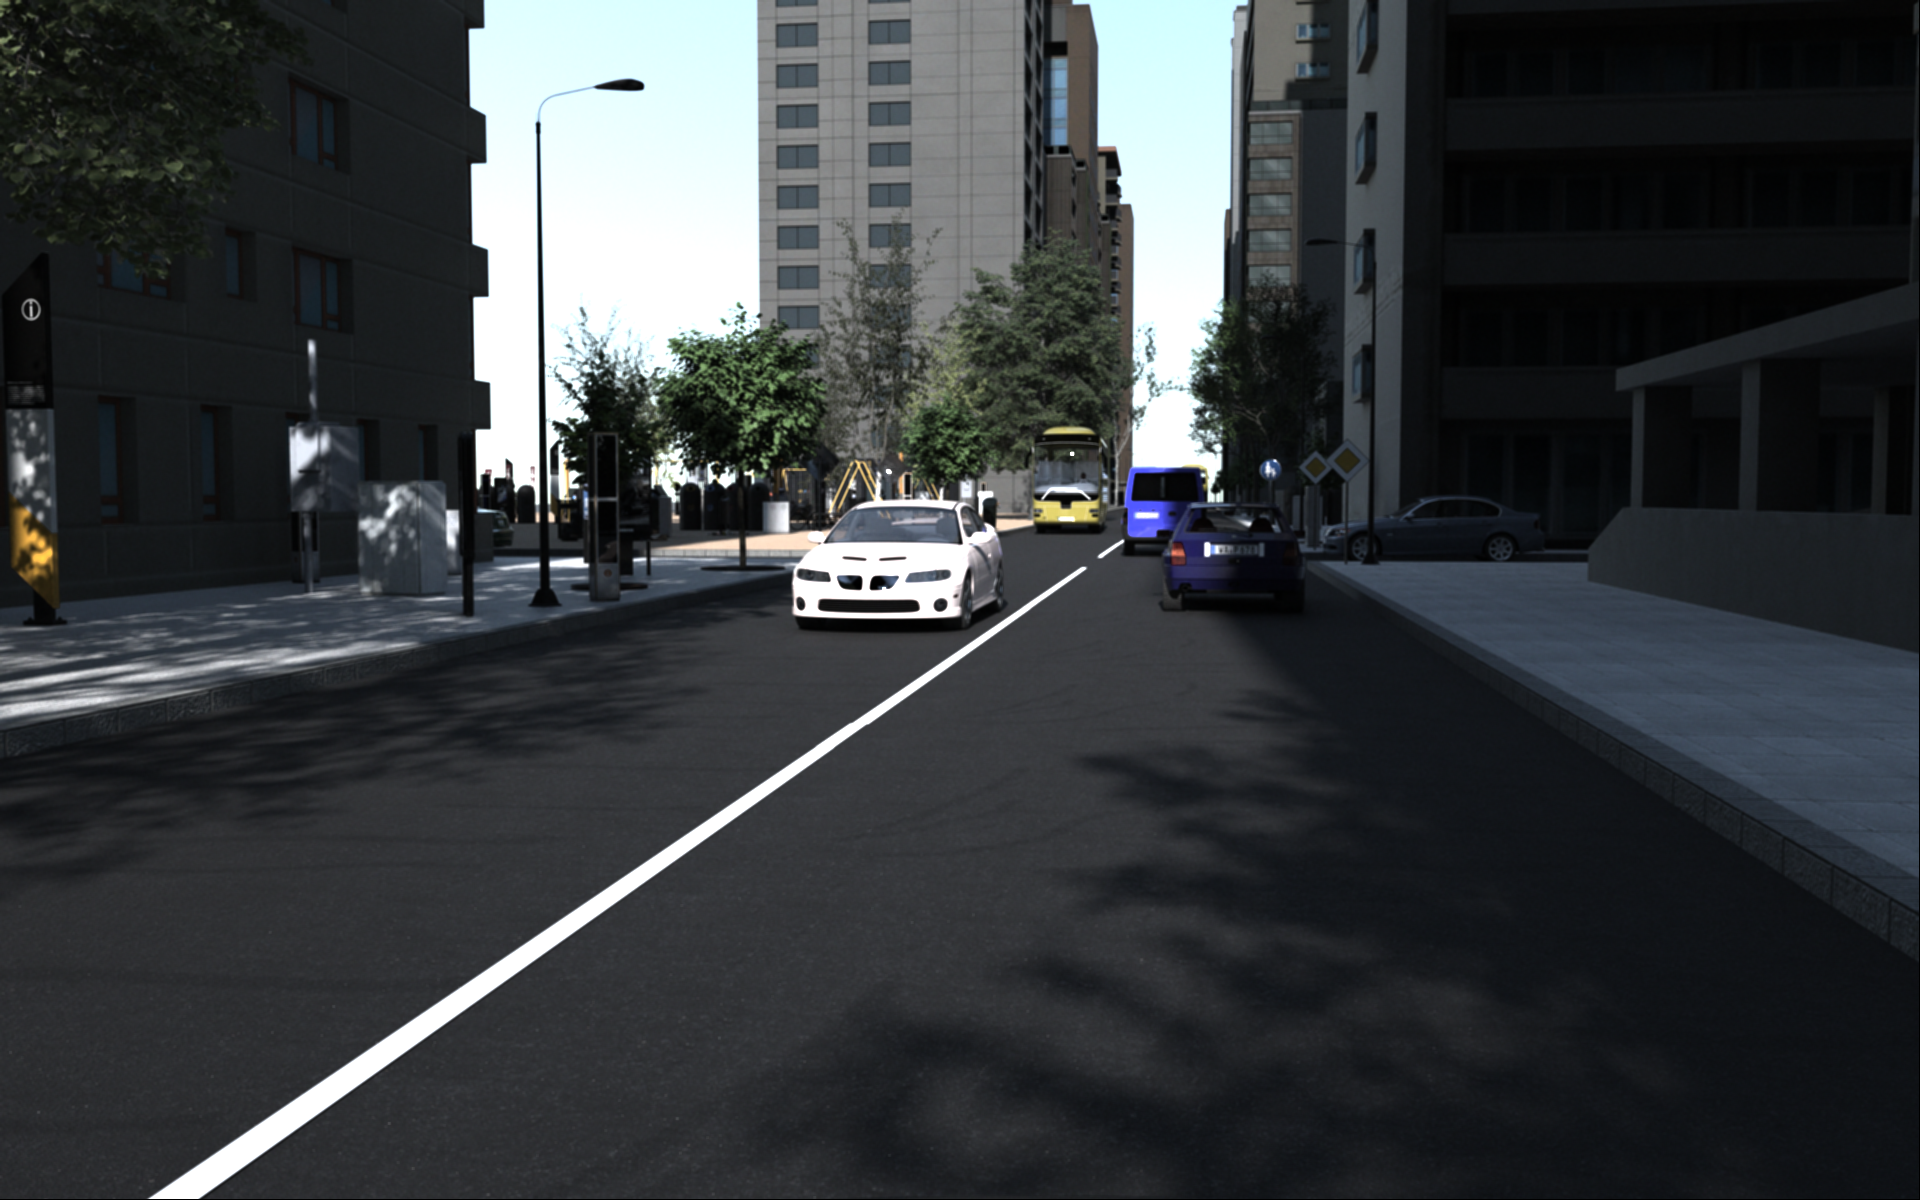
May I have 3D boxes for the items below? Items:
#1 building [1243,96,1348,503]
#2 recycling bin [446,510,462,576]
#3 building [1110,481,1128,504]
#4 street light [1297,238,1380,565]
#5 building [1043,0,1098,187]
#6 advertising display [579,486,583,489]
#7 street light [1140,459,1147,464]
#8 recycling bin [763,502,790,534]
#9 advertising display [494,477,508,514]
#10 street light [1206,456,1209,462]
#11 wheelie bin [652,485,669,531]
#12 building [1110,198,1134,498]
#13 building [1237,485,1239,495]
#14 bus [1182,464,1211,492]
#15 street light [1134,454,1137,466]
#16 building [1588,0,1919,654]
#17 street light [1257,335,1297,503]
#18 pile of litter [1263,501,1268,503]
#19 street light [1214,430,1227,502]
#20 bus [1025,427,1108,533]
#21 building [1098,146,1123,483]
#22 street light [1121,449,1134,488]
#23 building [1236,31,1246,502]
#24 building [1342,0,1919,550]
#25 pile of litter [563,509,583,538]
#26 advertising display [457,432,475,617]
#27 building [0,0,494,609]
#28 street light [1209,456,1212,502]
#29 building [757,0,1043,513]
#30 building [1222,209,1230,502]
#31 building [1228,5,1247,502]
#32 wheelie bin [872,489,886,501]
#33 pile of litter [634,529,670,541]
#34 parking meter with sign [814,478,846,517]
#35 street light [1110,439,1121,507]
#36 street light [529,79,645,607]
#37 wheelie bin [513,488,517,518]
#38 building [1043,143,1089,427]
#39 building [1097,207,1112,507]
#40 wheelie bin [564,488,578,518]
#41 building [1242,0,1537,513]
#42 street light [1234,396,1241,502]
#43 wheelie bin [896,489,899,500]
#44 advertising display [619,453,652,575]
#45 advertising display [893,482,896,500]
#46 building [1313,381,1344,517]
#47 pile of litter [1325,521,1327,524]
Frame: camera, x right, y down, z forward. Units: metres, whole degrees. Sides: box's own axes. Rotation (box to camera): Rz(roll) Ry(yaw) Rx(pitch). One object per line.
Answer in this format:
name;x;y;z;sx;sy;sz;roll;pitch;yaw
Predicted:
building;28.384;-21.905;129.852;14.160;30.474;14.107;0;4;8
recycling bin;-8.335;-0.910;27.427;0.722;1.027;0.722;-2;4;-32
building;7.680;-33.639;241.885;32.217;40.220;23.993;0;4;8
street light;6.961;-3.608;31.536;1.470;5.913;1.316;0;4;8
building;5.231;-31.056;157.874;14.600;45.320;14.200;0;4;8
advertising display;-18.552;-4.952;86.185;0.974;1.923;0.123;2;4;29
street light;23.698;-15.750;230.057;1.470;5.913;1.316;0;4;8
recycling bin;-5.945;-2.657;55.996;0.722;1.027;0.722;-1;4;-20
advertising display;-17.796;-3.787;67.127;0.123;1.923;0.974;1;4;9
street light;30.621;-14.540;210.275;1.470;5.913;1.316;0;4;8
wheelie bin;-10.271;-3.111;58.770;0.693;1.594;0.980;1;4;12
building;18.890;-37.308;260.088;14.600;45.320;14.200;0;4;8
building;35.808;-30.287;178.780;14.154;41.232;14.086;0;4;8
bus;18.973;-9.165;141.395;2.896;3.916;12.252;1;4;8
street light;19.641;-13.845;198.903;1.470;5.913;1.316;0;4;8
building;24.317;-19.784;15.347;32.217;40.220;23.993;0;4;8
street light;9.481;-4.783;50.737;1.470;5.913;1.316;0;4;8
pile of litter;18.912;-5.679;106.814;1.719;0.858;1.176;1;4;10
street light;19.478;-9.394;126.129;1.470;5.913;1.316;0;4;8
bus;4.323;-4.596;66.692;2.896;3.916;12.252;0;4;6
building;8.636;-34.242;214.472;22.147;44.769;28.867;0;4;8
street light;16.920;-12.586;178.320;1.470;5.913;1.316;0;4;8
building;33.627;-31.474;164.704;14.600;45.320;14.200;0;4;8
building;21.836;-25.906;47.267;21.600;48.544;21.300;0;4;8
pile of litter;-10.885;-2.213;50.147;1.176;0.858;1.719;3;5;44
advertising display;-5.262;-0.811;18.467;0.123;1.923;0.974;-1;4;-18
building;-25.064;-10.742;20.678;28.899;21.520;27.650;0;4;8
street light;23.581;-11.283;157.017;1.470;5.913;1.316;0;4;8
building;-2.305;-42.065;126.013;20.563;71.187;20.611;0;4;8
building;46.952;-37.477;262.858;14.600;45.320;14.200;0;4;8
building;43.422;-40.903;210.769;21.231;58.520;28.212;0;4;8
wheelie bin;-5.417;-6.659;116.777;0.980;1.594;0.693;-3;4;-36
pile of litter;-8.613;-2.078;47.936;1.176;0.858;1.719;0;4;5
parking meter with sign;-7.147;-6.060;95.336;1.738;3.016;0.543;0;4;-6
street light;12.708;-10.683;147.202;1.470;5.913;1.316;0;4;8
street light;-4.219;-2.878;19.597;1.470;5.913;1.316;0;4;8
wheelie bin;-23.919;-5.123;91.671;0.980;1.594;0.693;-3;5;-44
building;3.264;-22.770;143.996;14.160;30.474;14.107;0;4;8
building;7.671;-24.499;172.255;14.160;30.474;14.107;0;4;8
wheelie bin;-20.207;-5.041;90.324;0.980;1.594;0.693;3;5;39
building;35.140;-31.968;146.381;21.300;48.544;21.600;0;4;8
street light;13.610;-6.701;82.104;1.470;5.913;1.316;0;4;8
wheelie bin;-3.500;-5.869;103.859;0.980;1.594;0.693;0;4;-7
advertising display;-5.349;-1.351;27.297;0.974;1.923;0.123;-1;4;-15
advertising display;-3.043;-4.581;80.107;0.123;1.923;0.974;0;4;1
building;31.262;-47.537;89.900;22.319;86.520;31.000;0;4;8
pile of litter;16.342;-3.718;74.750;1.719;0.858;1.176;-1;4;-14
